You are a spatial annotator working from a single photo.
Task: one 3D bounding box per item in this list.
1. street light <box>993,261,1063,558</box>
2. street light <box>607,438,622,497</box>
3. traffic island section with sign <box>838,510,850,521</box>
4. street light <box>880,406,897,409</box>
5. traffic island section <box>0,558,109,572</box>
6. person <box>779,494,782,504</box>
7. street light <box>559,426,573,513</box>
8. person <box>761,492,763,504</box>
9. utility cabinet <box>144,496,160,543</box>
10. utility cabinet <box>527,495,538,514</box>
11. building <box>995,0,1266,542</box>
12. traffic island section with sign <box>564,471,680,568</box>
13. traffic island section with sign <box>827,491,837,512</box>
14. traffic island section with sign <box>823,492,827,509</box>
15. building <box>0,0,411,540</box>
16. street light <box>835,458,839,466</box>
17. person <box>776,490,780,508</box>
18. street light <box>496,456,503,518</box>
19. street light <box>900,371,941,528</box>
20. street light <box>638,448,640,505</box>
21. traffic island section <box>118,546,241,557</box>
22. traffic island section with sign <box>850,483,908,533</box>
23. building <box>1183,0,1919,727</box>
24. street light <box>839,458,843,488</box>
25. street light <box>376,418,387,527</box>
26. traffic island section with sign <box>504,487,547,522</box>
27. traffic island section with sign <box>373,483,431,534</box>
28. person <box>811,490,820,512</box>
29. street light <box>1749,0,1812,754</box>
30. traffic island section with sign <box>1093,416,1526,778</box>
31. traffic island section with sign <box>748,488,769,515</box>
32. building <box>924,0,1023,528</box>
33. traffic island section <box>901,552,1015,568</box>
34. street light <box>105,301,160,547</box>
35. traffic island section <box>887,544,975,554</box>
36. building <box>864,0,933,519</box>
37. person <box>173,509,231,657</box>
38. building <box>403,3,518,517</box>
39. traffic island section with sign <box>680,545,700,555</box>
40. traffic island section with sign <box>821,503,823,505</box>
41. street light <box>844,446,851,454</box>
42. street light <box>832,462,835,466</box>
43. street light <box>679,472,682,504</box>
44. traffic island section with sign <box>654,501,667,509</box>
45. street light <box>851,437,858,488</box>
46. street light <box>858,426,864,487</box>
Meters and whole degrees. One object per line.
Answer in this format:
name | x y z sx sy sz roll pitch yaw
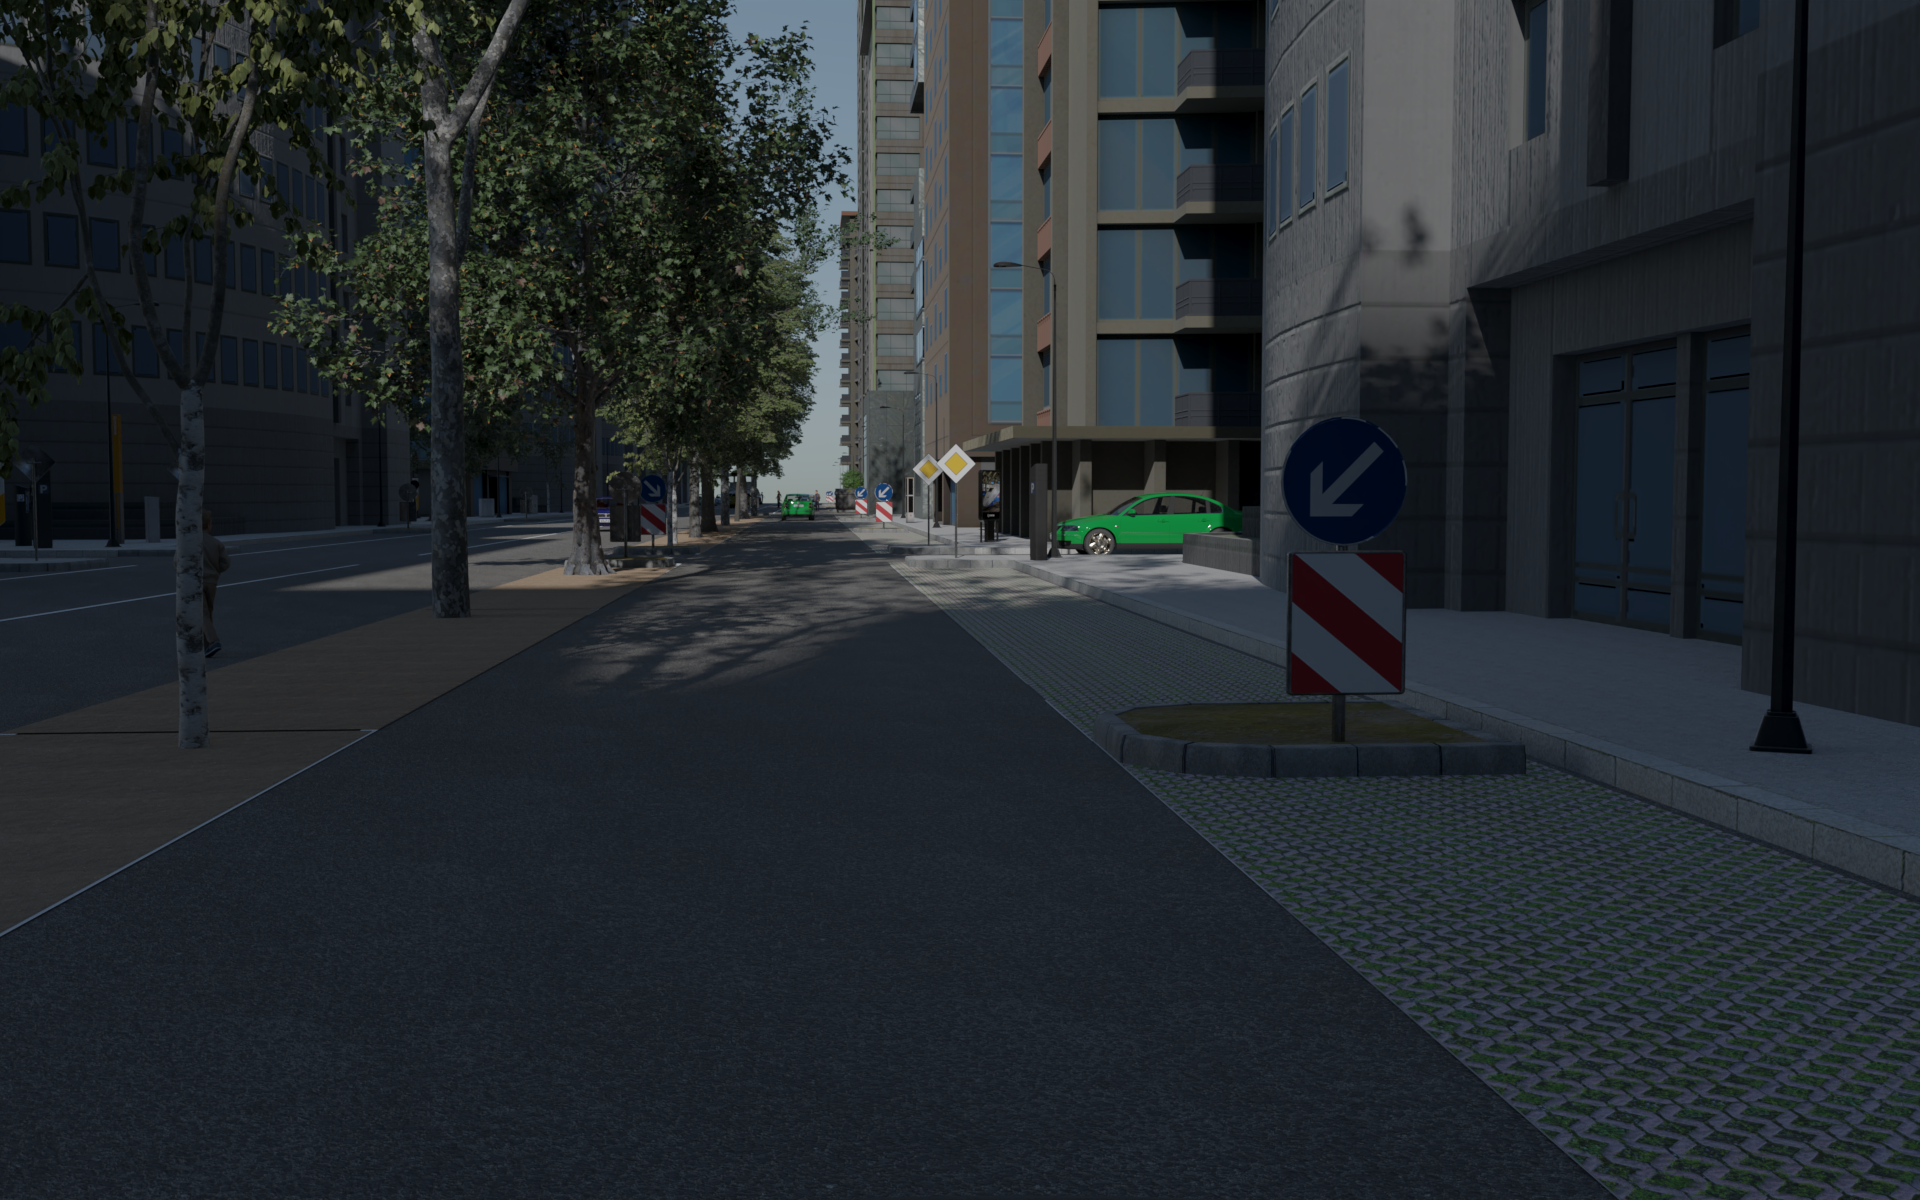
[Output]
street light | 1.360 -3.805 34.745 1.470 5.913 1.316 0 4 -5
street light | -28.684 -10.468 143.689 1.470 5.913 1.316 0 4 -5
traffic island section with sign | -5.369 -5.092 91.881 1.989 1.847 2.006 0 4 -5
street light | -3.541 -7.280 91.569 1.470 5.913 1.316 0 4 -5
traffic island section | -17.734 -0.669 33.221 2.009 0.180 2.903 0 4 -5
person | -26.973 -15.288 258.536 0.705 1.814 1.350 -3 5 -41
street light | -26.448 -8.846 117.168 1.470 5.913 1.316 0 4 -5
person | -27.481 -14.193 241.240 0.721 1.739 1.217 -2 4 -32
utility cabinet | -21.451 -2.132 46.021 0.306 1.237 1.020 -2 4 -29
utility cabinet | -27.152 -6.036 109.854 0.306 1.237 1.020 1 4 14
building | 14.790 -24.449 54.367 28.867 44.769 22.147 0 4 -5
traffic island section with sign | -6.718 -1.607 34.411 2.006 1.907 1.989 0 4 -5
traffic island section with sign | -9.734 -8.167 142.155 1.989 1.847 2.006 0 4 -5
traffic island section with sign | -12.072 -9.809 169.009 1.989 1.847 2.006 0 4 -5
building | -32.918 -31.566 58.111 21.231 58.520 28.212 0 4 -5
street light | -15.136 -15.395 224.256 1.470 5.913 1.316 0 4 -5
person | -18.969 -10.525 180.589 0.705 1.822 1.348 -1 4 -20
street light | -24.464 -7.417 93.810 1.470 5.913 1.316 0 4 -5
street light | -1.426 -5.688 65.543 1.470 5.913 1.316 0 4 -5
street light | -31.122 -12.103 170.424 1.470 5.913 1.316 0 4 -5
traffic island section | -18.426 -1.156 41.177 2.009 0.180 2.903 0 4 -5
traffic island section with sign | -2.972 -3.416 64.485 1.989 1.847 2.006 0 4 -5
building | 14.700 -29.260 20.409 21.231 58.520 28.212 0 4 -5
street light | -12.428 -13.510 193.424 1.470 5.913 1.316 0 4 -5
street light | -22.155 -5.826 67.801 1.470 5.913 1.316 0 4 -5
traffic island section with sign | -22.761 -5.029 90.849 1.989 1.847 2.006 0 4 -5
traffic island section with sign | -20.404 -3.375 63.817 1.989 1.847 2.006 0 4 -5
person | -11.856 -8.119 141.778 0.750 1.759 0.617 -3 4 -37
street light | 3.585 -2.199 8.488 1.470 5.913 1.316 0 4 -5
traffic island section with sign | 1.801 -0.062 9.647 1.989 1.847 2.006 0 4 -5
traffic island section with sign | -13.874 -6.637 116.648 2.006 1.907 1.989 0 4 -5
building | 5.861 -25.794 71.849 14.600 45.320 14.200 0 4 -5
traffic island section | -0.059 -0.763 34.749 2.009 0.180 2.903 0 4 -5
street light | -19.960 -4.235 41.782 1.470 5.913 1.316 0 4 -5
traffic island section | -0.751 -1.249 42.704 2.009 0.180 2.903 0 4 -5
building | 5.897 -48.231 101.253 22.319 86.520 31.000 0 4 -5
person | -6.692 -0.153 15.276 0.640 1.303 0.475 3 5 40
building | -34.443 -27.613 101.590 14.600 45.320 14.200 0 4 -5
traffic island section with sign | -7.351 -2.058 41.792 2.006 1.907 1.989 0 4 -5
traffic island section with sign | -16.883 -13.187 224.238 1.989 1.847 2.006 0 4 -5
street light | -10.194 -11.919 167.409 1.470 5.913 1.316 0 4 -5
street light | -19.648 -18.578 276.283 1.470 5.913 1.316 0 4 -5
street light | -35.994 -15.520 226.298 1.470 5.913 1.316 0 4 -5
traffic island section with sign | -29.439 -9.720 167.556 1.989 1.847 2.006 0 4 -5
street light | -7.907 -10.328 141.398 1.470 5.913 1.316 0 4 -5
street light | -5.974 -8.870 117.567 1.470 5.913 1.316 0 4 -5
